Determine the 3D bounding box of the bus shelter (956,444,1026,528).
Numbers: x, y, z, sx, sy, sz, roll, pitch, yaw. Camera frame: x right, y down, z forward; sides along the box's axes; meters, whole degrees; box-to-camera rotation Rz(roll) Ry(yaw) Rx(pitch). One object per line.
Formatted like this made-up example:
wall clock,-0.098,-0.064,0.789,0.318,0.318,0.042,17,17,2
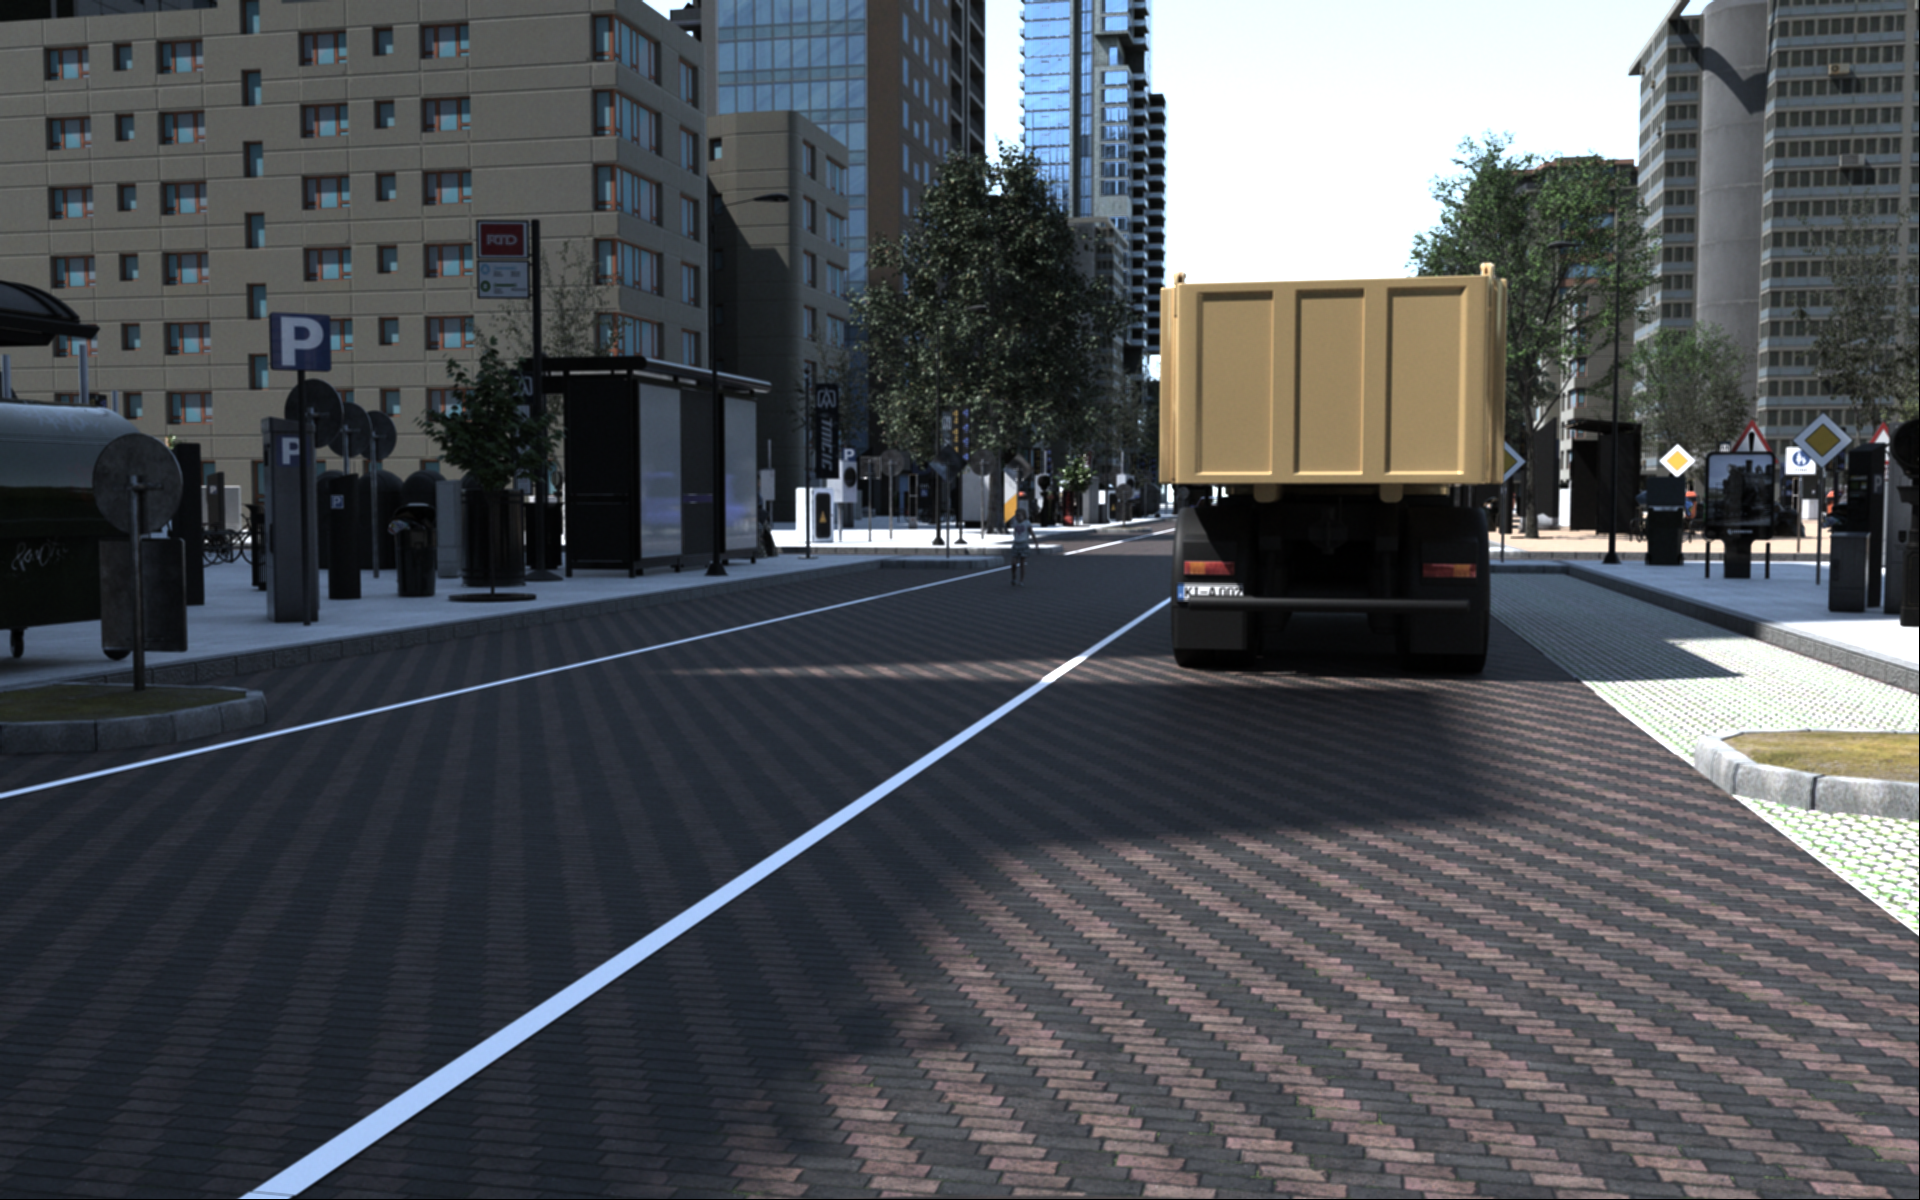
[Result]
bus shelter,1.105,-4.516,67.764,2.014,3.302,5.546,1,4,12

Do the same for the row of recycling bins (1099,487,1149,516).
row of recycling bins,9.172,-5.705,100.394,3.534,1.692,1.069,0,4,0

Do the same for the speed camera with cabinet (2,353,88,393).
speed camera with cabinet,-12.981,-1.882,25.113,2.038,3.252,0.660,-2,4,-24

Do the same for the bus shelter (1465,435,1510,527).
bus shelter,20.314,-4.664,67.543,1.731,3.624,6.357,1,4,12

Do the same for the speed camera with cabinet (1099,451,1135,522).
speed camera with cabinet,7.183,-5.211,79.531,0.660,3.252,2.038,3,5,43

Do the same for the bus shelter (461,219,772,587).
bus shelter,-5.455,-3.074,27.899,2.179,5.291,8.768,1,4,12

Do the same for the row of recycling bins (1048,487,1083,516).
row of recycling bins,5.749,-5.916,103.831,3.534,1.692,1.069,2,4,32

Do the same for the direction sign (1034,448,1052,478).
direction sign,4.039,-5.678,84.825,0.876,3.537,0.379,1,4,10

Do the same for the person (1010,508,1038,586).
person,1.005,-0.827,27.029,0.505,1.210,0.382,1,4,23

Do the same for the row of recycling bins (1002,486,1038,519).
row of recycling bins,1.834,-4.709,84.105,3.534,1.692,1.069,0,4,-4

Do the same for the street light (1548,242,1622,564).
street light,11.506,-3.632,31.922,1.470,5.913,1.316,1,4,12

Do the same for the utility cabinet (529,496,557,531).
utility cabinet,-13.704,-2.808,57.067,0.306,1.237,1.020,2,4,35

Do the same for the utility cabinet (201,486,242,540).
utility cabinet,-20.325,-2.369,47.412,1.173,1.500,0.318,-1,4,-11

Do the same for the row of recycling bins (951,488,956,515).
row of recycling bins,1.101,-6.037,105.818,3.534,1.692,1.069,-1,4,-22

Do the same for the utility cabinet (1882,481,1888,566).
utility cabinet,16.321,-1.335,30.510,1.173,1.500,0.318,-3,4,-36

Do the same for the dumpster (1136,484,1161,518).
dumpster,10.140,-5.356,93.337,1.264,1.857,1.865,1,4,12

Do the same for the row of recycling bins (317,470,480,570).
row of recycling bins,-9.464,-1.377,29.634,3.534,1.692,1.069,1,4,10

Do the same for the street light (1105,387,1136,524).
street light,6.899,-6.270,75.060,1.470,5.913,1.316,1,4,12

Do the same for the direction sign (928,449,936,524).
direction sign,-1.166,-4.967,73.208,0.379,3.537,0.876,0,4,4

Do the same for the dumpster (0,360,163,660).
dumpster,-7.069,-0.620,12.628,1.502,2.255,1.985,1,4,12

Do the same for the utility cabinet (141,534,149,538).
utility cabinet,-9.738,-0.547,20.099,0.306,1.237,1.020,0,4,-6

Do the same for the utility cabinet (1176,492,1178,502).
utility cabinet,14.768,-6.485,114.712,1.173,1.500,0.318,-1,4,-15

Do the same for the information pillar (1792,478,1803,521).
information pillar,38.459,-4.590,79.544,0.304,2.012,0.304,-2,4,-31

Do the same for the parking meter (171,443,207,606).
parking meter,-8.946,-0.876,20.041,0.255,1.863,0.399,-3,5,-39

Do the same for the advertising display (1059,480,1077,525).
advertising display,4.524,-4.099,72.238,0.974,1.923,0.123,3,5,42

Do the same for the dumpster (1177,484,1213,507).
dumpster,12.944,-5.530,95.365,1.985,2.255,1.502,1,4,10

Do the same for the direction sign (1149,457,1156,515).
direction sign,11.547,-6.955,105.706,0.876,3.537,0.379,-1,4,-21

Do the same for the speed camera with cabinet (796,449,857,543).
speed camera with cabinet,-3.526,-3.155,45.920,0.660,3.252,2.038,2,4,32

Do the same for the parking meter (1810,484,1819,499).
parking meter,49.481,-5.786,100.308,0.255,1.863,0.399,-2,4,-33

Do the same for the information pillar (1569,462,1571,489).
information pillar,37.076,-6.926,104.598,0.504,3.616,0.183,2,4,23

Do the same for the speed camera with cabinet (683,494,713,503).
speed camera with cabinet,-8.112,-3.630,53.691,2.038,3.252,0.660,0,3,0

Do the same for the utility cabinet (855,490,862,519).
utility cabinet,-5.078,-4.793,87.039,0.318,1.500,1.173,0,4,-1

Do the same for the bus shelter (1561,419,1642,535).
bus shelter,21.071,-4.024,57.067,1.731,3.624,6.357,1,4,12

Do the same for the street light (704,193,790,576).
street light,-3.315,-3.332,27.015,1.470,5.913,1.316,1,4,12

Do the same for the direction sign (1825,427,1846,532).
direction sign,29.634,-4.079,58.687,0.876,3.537,0.379,-1,4,-22

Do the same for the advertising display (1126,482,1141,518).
advertising display,9.140,-5.308,92.000,0.974,1.923,0.123,1,4,16

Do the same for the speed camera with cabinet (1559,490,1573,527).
speed camera with cabinet,24.105,-4.475,67.502,2.038,3.252,0.660,-3,5,-41

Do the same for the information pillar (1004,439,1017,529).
information pillar,1.864,-4.452,64.149,0.504,3.616,0.183,1,4,11

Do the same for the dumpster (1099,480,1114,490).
dumpster,8.833,-6.422,107.492,1.502,2.255,1.985,1,4,12

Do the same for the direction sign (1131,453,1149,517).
direction sign,9.890,-6.376,96.252,0.876,3.537,0.379,-1,4,-17

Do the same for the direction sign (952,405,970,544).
direction sign,0.020,-3.199,44.299,0.379,3.537,0.876,-2,4,-29

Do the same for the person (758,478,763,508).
person,-4.953,-2.032,41.741,0.654,1.822,0.581,1,4,11

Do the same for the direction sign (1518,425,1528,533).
direction sign,18.548,-3.967,56.859,0.379,3.537,0.876,3,5,43

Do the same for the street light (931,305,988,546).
street light,-0.009,-4.304,42.907,1.470,5.913,1.316,1,4,12

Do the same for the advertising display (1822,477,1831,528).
advertising display,33.183,-3.716,65.972,0.974,1.923,0.123,-2,4,-27

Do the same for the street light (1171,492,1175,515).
street light,13.816,-8.229,107.084,1.470,5.913,1.316,1,4,12

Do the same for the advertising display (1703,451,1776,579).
advertising display,11.848,-1.293,26.357,0.974,1.923,0.123,1,4,14

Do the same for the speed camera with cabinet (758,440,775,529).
speed camera with cabinet,-7.381,-4.232,63.530,0.660,3.252,2.038,-2,4,-25

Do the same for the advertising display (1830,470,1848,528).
advertising display,24.208,-2.570,47.226,0.974,1.923,0.123,-2,4,-25

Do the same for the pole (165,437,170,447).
pole,-28.285,-4.169,61.999,0.158,3.312,0.155,0,3,0

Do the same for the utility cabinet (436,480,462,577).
utility cabinet,-7.948,-1.118,26.951,0.318,1.500,1.173,-1,4,-11

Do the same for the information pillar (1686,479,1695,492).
information pillar,36.319,-4.994,86.150,0.304,2.012,0.304,0,4,6

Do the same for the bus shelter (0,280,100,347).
bus shelter,-9.730,-1.229,14.017,2.014,3.302,5.546,1,4,12

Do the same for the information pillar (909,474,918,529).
information pillar,-1.724,-3.629,63.818,0.304,2.012,0.304,0,4,5

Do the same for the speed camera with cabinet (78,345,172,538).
speed camera with cabinet,-11.722,-1.799,23.743,0.660,3.252,2.038,0,4,7

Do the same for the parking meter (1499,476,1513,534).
parking meter,17.528,-3.053,55.620,0.255,1.863,0.399,-2,4,-31

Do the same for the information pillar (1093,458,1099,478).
information pillar,8.809,-7.403,112.401,0.504,3.616,0.183,-2,4,-35

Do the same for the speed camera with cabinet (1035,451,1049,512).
speed camera with cabinet,3.831,-5.211,79.531,0.660,3.252,2.038,1,4,10
